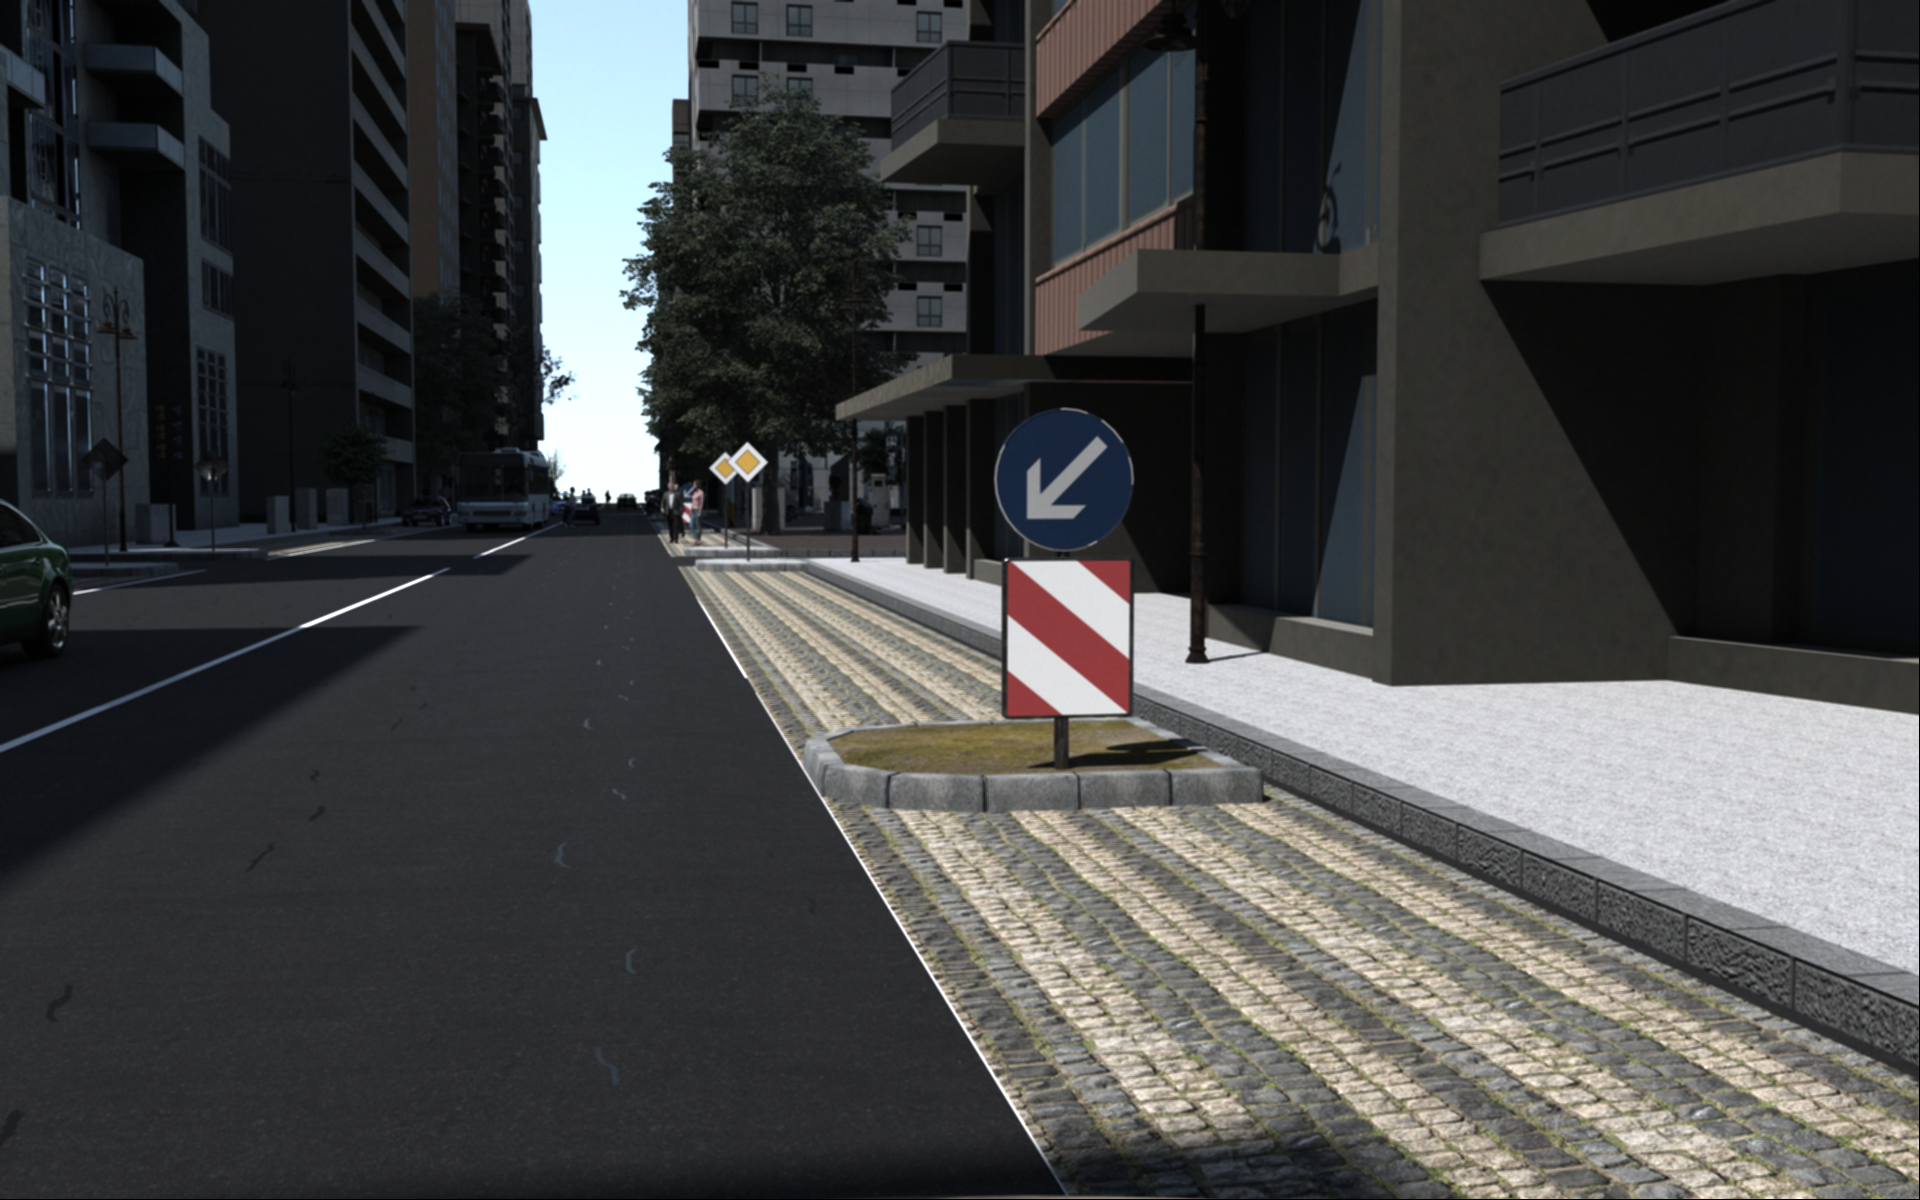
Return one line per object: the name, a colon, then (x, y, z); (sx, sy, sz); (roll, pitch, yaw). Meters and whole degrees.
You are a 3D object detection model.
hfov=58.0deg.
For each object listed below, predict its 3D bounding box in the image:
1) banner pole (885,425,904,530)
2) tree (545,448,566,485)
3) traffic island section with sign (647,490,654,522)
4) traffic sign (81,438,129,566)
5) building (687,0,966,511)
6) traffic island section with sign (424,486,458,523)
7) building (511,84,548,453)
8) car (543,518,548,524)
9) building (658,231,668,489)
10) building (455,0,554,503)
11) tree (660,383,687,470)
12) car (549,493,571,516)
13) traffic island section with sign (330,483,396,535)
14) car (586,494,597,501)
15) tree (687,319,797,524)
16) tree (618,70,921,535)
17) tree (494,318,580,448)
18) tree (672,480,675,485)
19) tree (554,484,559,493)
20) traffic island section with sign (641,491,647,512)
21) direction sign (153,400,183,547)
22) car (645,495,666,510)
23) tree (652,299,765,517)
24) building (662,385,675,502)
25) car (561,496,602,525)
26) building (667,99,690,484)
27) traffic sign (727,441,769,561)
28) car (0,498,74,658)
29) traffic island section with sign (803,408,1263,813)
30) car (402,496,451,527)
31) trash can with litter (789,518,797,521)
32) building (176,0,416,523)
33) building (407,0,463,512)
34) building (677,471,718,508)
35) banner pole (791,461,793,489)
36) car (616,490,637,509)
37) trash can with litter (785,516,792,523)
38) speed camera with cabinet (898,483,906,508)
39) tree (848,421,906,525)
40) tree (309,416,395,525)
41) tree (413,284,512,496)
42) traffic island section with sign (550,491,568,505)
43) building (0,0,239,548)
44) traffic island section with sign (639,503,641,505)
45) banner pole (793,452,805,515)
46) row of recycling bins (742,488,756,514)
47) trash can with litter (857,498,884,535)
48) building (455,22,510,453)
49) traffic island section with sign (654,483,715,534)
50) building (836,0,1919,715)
banner pole: (-2.316, -4.437, 62.568); (0.863, 3.779, 0.401); (-1, 4, -22)
tree: (-63.332, -19.531, 269.699); (4.360, 8.622, 3.978); (0, 3, 0)
traffic island section with sign: (-15.043, -4.952, 89.599); (1.989, 1.847, 2.006); (-1, 4, -11)
traffic sign: (-15.241, -1.667, 30.895); (0.795, 2.450, 0.064); (-1, 4, -11)
building: (-8.399, -33.876, 143.103); (28.713, 52.752, 27.495); (-1, 4, -11)
traffic island section with sign: (-25.977, -4.827, 87.547); (1.989, 1.847, 2.006); (-1, 4, -11)
building: (-68.524, -38.879, 224.914); (28.713, 52.752, 27.495); (-1, 4, -11)
car: (-21.161, -4.424, 84.699); (2.083, 1.381, 4.827); (-1, 4, -12)
building: (-39.179, -35.613, 265.870); (14.154, 41.232, 14.086); (-1, 4, -11)
building: (-69.526, -49.583, 248.936); (20.563, 71.187, 20.611); (-1, 4, -11)
tree: (-16.730, -9.731, 109.467); (4.360, 8.622, 3.978); (0, 3, 0)
car: (-26.754, -6.568, 116.984); (1.945, 1.707, 3.694); (-1, 4, -12)
traffic island section with sign: (-20.879, -3.182, 60.646); (1.989, 1.847, 2.006); (-1, 4, -11)
car: (-52.911, -14.505, 247.381); (2.015, 1.641, 3.980); (-1, 4, -12)
tree: (-8.959, -7.564, 74.037); (4.360, 8.622, 3.978); (0, 3, 0)
tree: (-5.930, -9.025, 54.206); (9.857, 13.997, 8.962); (0, 3, 0)
tree: (-46.644, -20.067, 183.979); (12.611, 20.169, 13.585); (0, 3, 0)
tree: (-32.494, -12.503, 199.031); (1.663, 3.219, 1.824); (0, 3, 0)
tree: (-62.460, -16.567, 265.467); (1.663, 3.219, 1.824); (0, 3, 0)
traffic island section with sign: (-24.401, -7.984, 139.174); (1.989, 1.847, 2.006); (-1, 4, -11)
direction sign: (-19.218, -3.066, 42.119); (0.379, 3.537, 0.876); (1, 4, 19)
car: (-26.926, -8.614, 153.413); (1.945, 1.354, 3.894); (-1, 4, -10)
tree: (-13.497, -11.006, 98.070); (7.486, 12.596, 7.792); (0, 3, 0)
building: (-28.055, -24.516, 245.873); (27.650, 21.520, 28.899); (-1, 4, -11)
car: (-17.923, -4.246, 82.003); (1.945, 1.354, 3.894); (-1, 4, -12)
building: (-23.309, -30.590, 183.748); (14.154, 41.232, 14.086); (-1, 4, -11)
traffic sign: (-4.040, -1.794, 32.982); (0.795, 2.450, 0.064); (-1, 4, -11)
car: (-8.537, -0.300, 13.698); (1.959, 1.807, 4.718); (-1, 4, -11)
traffic island section with sign: (0.240, -0.006, 8.726); (1.989, 1.847, 2.006); (-1, 4, -11)
car: (-23.755, -3.949, 77.148); (1.945, 1.354, 3.894); (-1, 4, -9)
trash can with litter: (-8.735, -4.481, 84.318); (1.678, 1.210, 2.233); (-2, 4, -35)
building: (-39.112, -28.137, 83.745); (21.300, 48.544, 21.600); (-1, 4, -11)
building: (-41.763, -28.563, 117.108); (14.600, 45.320, 14.200); (-1, 4, -11)
building: (-16.773, -44.500, 165.835); (20.563, 71.187, 20.611); (-1, 4, -11)
banner pole: (-10.944, -7.683, 115.638); (0.863, 3.779, 0.401); (-2, 4, -31)
car: (-31.530, -9.486, 163.887); (1.959, 1.807, 4.718); (-1, 4, -10)
trash can with litter: (-8.109, -4.068, 77.893); (1.055, 1.170, 0.624); (-3, 5, -41)
speed camera with cabinet: (-3.477, -6.844, 106.236); (0.660, 3.252, 2.038); (0, 4, -1)
tree: (-3.037, -5.496, 73.575); (4.285, 4.588, 4.351); (0, 3, 0)
tree: (-25.259, -5.403, 72.054); (4.285, 4.588, 4.351); (0, 3, 0)
tree: (-32.462, -12.204, 106.184); (9.857, 13.997, 8.962); (0, 3, 0)
traffic island section with sign: (-50.641, -12.811, 218.091); (1.989, 1.847, 2.006); (-1, 4, -11)
building: (-34.343, -44.991, 48.279); (22.319, 86.520, 31.000); (-1, 4, -11)
traffic island section with sign: (-29.413, -9.604, 165.661); (1.989, 1.847, 2.006); (-1, 4, -11)
banner pole: (-9.489, -6.970, 103.975); (0.401, 3.779, 0.863); (-3, 4, -38)
row of recycling bins: (-12.592, -6.291, 109.978); (3.534, 1.692, 1.069); (3, 5, 45)
trash can with litter: (-2.842, -2.658, 54.845); (1.055, 1.170, 0.624); (3, 5, 44)
building: (-53.199, -30.780, 157.882); (22.147, 44.769, 28.867); (-1, 4, -11)
traffic island section with sign: (-9.831, -3.267, 62.038); (1.989, 1.847, 2.006); (-1, 4, -11)
building: (10.785, -22.355, 20.126); (22.147, 44.769, 28.867); (-1, 4, -11)
